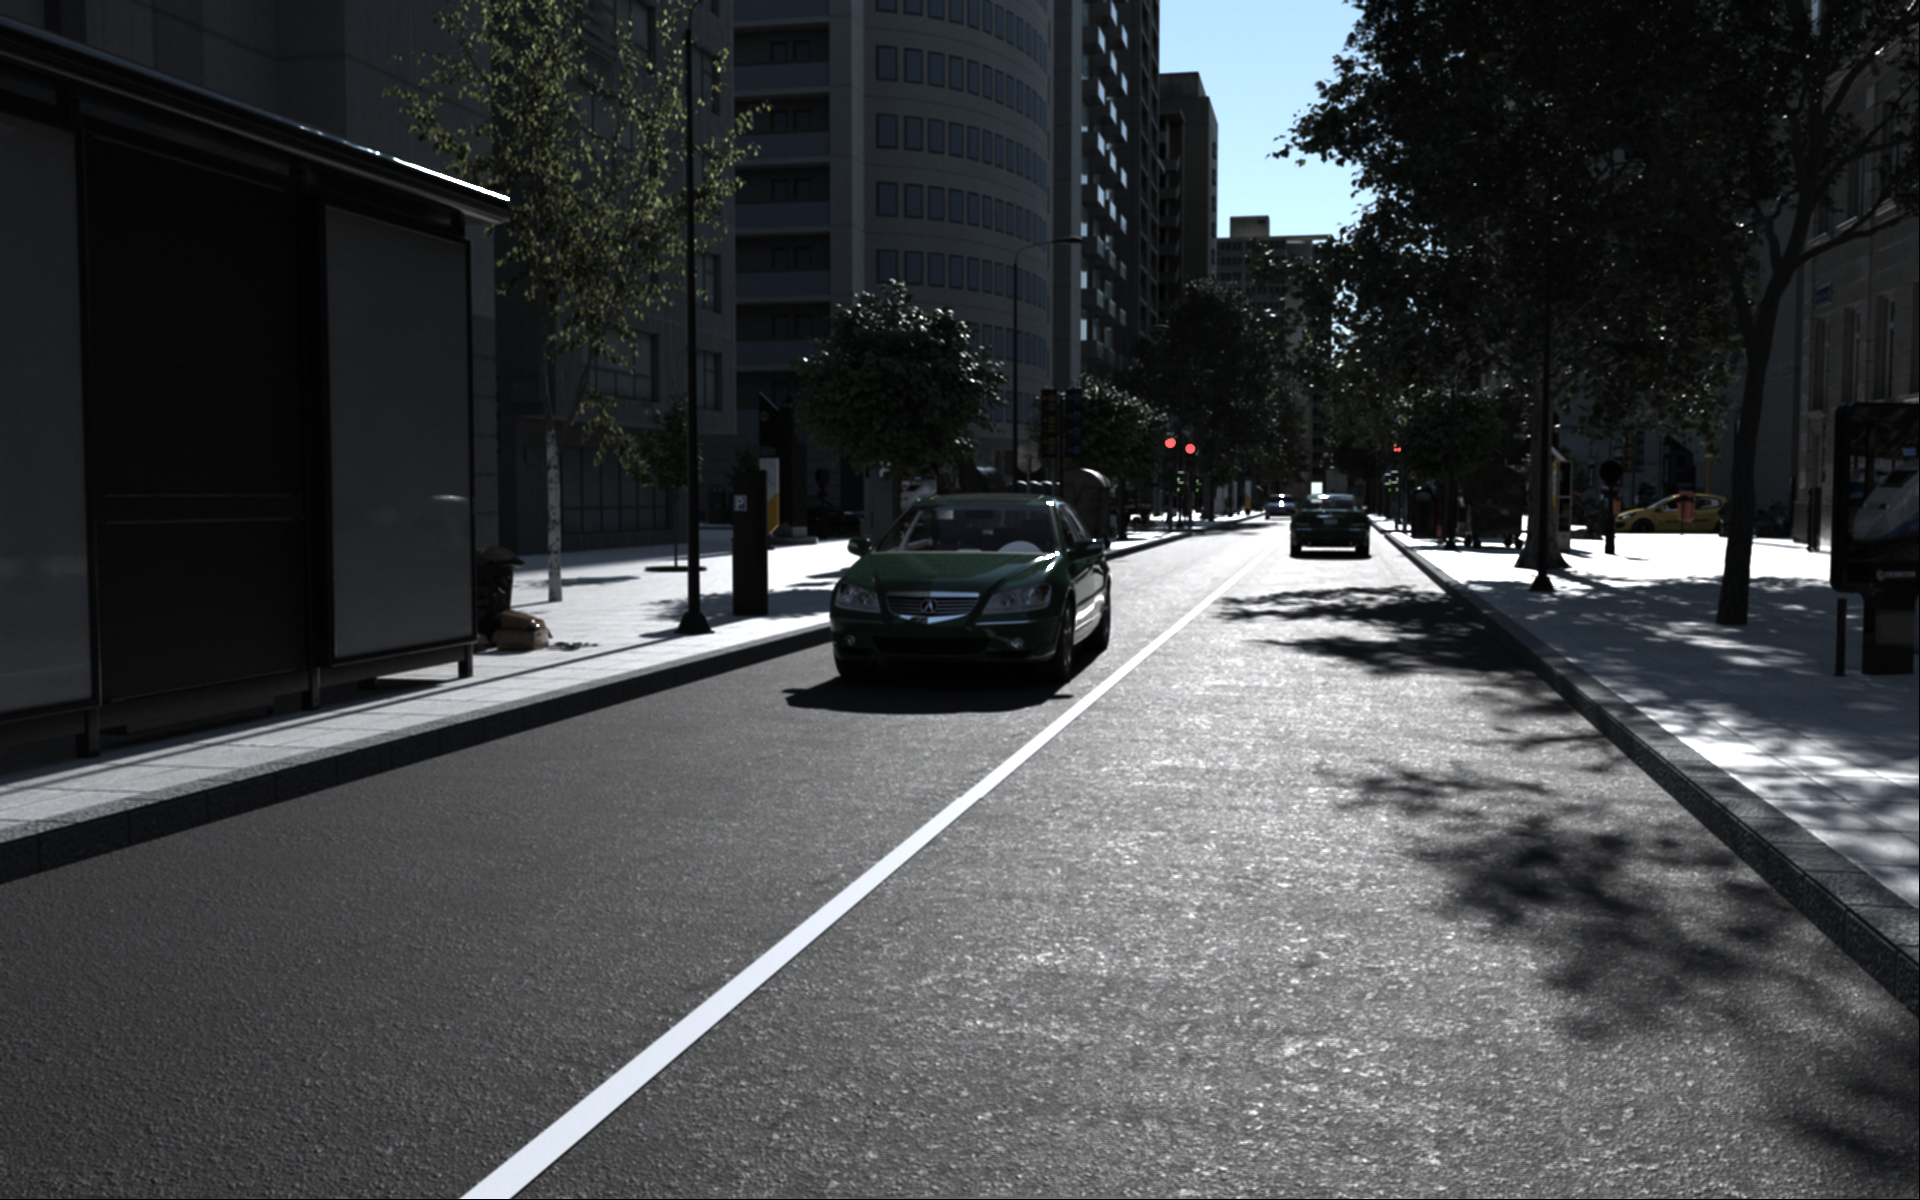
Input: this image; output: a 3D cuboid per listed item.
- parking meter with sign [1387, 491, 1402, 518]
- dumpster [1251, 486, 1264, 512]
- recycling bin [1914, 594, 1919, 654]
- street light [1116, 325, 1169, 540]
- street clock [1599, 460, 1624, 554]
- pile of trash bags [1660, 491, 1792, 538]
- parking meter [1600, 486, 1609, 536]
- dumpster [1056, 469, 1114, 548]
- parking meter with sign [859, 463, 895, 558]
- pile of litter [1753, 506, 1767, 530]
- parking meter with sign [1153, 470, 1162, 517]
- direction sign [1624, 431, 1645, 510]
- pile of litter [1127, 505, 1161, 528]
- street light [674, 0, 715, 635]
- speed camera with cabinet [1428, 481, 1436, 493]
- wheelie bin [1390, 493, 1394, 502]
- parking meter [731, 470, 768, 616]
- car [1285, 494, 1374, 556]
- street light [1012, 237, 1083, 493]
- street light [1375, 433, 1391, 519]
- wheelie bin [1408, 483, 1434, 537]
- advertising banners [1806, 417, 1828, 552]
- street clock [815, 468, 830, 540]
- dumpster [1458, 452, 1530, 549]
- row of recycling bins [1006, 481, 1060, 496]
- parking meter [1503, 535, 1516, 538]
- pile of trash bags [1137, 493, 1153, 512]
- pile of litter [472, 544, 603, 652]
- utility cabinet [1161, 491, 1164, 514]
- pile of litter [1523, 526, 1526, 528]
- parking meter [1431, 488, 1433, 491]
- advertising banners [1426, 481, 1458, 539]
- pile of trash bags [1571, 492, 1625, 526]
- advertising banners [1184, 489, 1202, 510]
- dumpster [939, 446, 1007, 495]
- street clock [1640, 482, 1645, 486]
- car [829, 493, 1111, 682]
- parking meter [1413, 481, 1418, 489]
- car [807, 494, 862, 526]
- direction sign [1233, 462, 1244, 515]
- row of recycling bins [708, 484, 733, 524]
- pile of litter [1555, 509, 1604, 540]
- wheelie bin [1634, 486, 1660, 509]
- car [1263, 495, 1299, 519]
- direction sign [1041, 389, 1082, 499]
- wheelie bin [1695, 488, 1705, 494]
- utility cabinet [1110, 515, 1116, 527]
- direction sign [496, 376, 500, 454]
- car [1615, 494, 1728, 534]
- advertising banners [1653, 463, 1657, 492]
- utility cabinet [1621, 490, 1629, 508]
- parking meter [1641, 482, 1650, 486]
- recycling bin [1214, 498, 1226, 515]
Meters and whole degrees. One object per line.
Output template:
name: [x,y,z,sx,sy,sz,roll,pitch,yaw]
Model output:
parking meter with sign: [23.733,-5.941,93.397,1.738,3.016,0.543,-3,5,-41]
dumpster: [21.075,-7.231,123.987,1.264,1.857,1.865,1,4,12]
recycling bin: [7.943,-0.095,14.112,0.722,1.027,0.722,-2,4,-29]
street light: [5.058,-4.611,47.924,1.470,5.913,1.316,1,4,12]
street clock: [13.923,-1.987,37.054,0.471,2.002,0.358,2,4,30]
pile of trash bags: [23.200,-2.586,52.040,1.912,1.369,3.447,-3,5,-43]
parking meter: [19.952,-2.754,53.442,0.372,1.533,0.369,0,3,0]
dumpster: [2.834,-2.113,40.311,1.264,1.857,1.865,1,4,12]
parking meter with sign: [-1.382,-2.083,30.312,0.543,3.016,1.738,-1,4,-19]
pile of litter: [30.515,-3.132,65.174,1.176,0.858,1.719,1,4,13]
parking meter with sign: [11.356,-6.310,99.423,0.543,3.016,1.738,1,4,10]
direction sign: [24.183,-4.293,62.188,0.876,3.537,0.379,-1,4,-21]
pile of litter: [6.964,-3.152,65.500,1.719,0.858,1.176,3,4,38]
street light: [-1.923,-2.638,15.670,1.470,5.913,1.316,1,4,12]
speed camera with cabinet: [20.296,-4.905,74.526,0.660,3.252,2.038,0,4,5]
wheelie bin: [27.688,-6.258,110.219,0.980,1.594,0.693,-3,5,-42]
parking meter: [-2.225,-0.608,18.349,0.372,1.533,0.369,0,3,0]
car: [8.915,-1.835,41.804,2.131,1.459,4.920,1,4,11]
street light: [1.535,-3.609,31.543,1.470,5.913,1.316,1,4,12]
street light: [14.280,-5.098,55.900,1.470,5.913,1.316,1,4,12]
wheelie bin: [13.729,-2.659,51.389,0.693,1.594,0.980,-1,4,-13]
advertising banners: [19.377,-2.625,39.109,0.090,3.025,2.074,2,4,35]
street clock: [-3.877,-2.713,48.921,0.358,2.002,0.471,-2,4,-32]
dumpster: [12.657,-2.363,41.126,1.502,2.255,1.985,1,4,12]
row of recycling bins: [2.548,-3.049,56.958,1.069,1.692,3.534,2,4,27]
parking meter: [15.897,-2.717,50.130,0.399,1.863,0.255,1,4,12]
pile of trash bags: [12.528,-6.853,121.803,1.912,1.369,3.447,0,4,1]
pile of litter: [-3.926,-0.027,14.400,1.719,0.858,1.176,1,4,10]
utility cabinet: [12.437,-6.057,107.715,0.318,1.500,1.173,1,4,16]
pile of litter: [22.296,-3.187,66.078,1.719,0.858,1.176,2,4,30]
parking meter: [19.211,-3.831,71.055,0.372,1.533,0.369,0,3,0]
advertising banners: [13.778,-3.276,49.746,0.090,3.025,2.074,3,5,44]
pile of trash bags: [25.985,-3.691,70.101,1.912,1.369,3.447,0,4,-1]
advertising banners: [18.806,-8.708,138.557,2.074,3.025,0.090,-1,4,-21]
dumpster: [0.019,-1.966,34.635,1.502,2.255,1.985,1,4,12]
street clock: [41.763,-6.202,105.978,0.358,2.002,0.471,0,4,7]
car: [0.226,-0.187,14.853,2.131,1.459,4.920,1,4,11]
parking meter: [19.058,-4.063,72.139,0.399,1.863,0.255,-3,5,-41]
car: [-5.661,-3.362,64.757,4.222,1.686,2.009,1,4,11]
direction sign: [16.838,-6.891,104.668,0.379,3.537,0.876,-3,4,-37]
row of recycling bins: [-9.059,-4.045,73.256,3.534,1.692,1.069,1,4,20]
pile of litter: [17.765,-2.160,49.286,1.176,0.858,1.719,2,4,32]
wheelie bin: [27.540,-3.757,69.342,0.980,1.594,0.693,0,4,-7]
car: [18.445,-5.357,99.592,2.014,1.417,4.499,1,4,10]
direction sign: [2.184,-2.775,37.365,0.876,3.537,0.379,1,4,10]
wheelie bin: [38.187,-5.000,89.651,0.980,1.594,0.693,3,4,36]
utility cabinet: [5.610,-3.419,67.058,1.020,1.237,0.306,1,4,15]
direction sign: [-9.068,-2.510,33.034,0.379,3.537,0.876,2,4,26]
car: [24.198,-2.951,58.471,3.980,1.641,2.015,1,4,13]
advertising banners: [38.918,-6.156,96.832,0.090,3.025,2.074,2,4,32]
utility cabinet: [39.344,-5.742,102.559,0.318,1.500,1.173,1,4,12]
parking meter: [33.872,-4.884,85.570,0.399,1.863,0.255,3,5,40]
recycling bin: [16.422,-5.909,109.164,0.722,1.027,0.722,-2,4,-28]
